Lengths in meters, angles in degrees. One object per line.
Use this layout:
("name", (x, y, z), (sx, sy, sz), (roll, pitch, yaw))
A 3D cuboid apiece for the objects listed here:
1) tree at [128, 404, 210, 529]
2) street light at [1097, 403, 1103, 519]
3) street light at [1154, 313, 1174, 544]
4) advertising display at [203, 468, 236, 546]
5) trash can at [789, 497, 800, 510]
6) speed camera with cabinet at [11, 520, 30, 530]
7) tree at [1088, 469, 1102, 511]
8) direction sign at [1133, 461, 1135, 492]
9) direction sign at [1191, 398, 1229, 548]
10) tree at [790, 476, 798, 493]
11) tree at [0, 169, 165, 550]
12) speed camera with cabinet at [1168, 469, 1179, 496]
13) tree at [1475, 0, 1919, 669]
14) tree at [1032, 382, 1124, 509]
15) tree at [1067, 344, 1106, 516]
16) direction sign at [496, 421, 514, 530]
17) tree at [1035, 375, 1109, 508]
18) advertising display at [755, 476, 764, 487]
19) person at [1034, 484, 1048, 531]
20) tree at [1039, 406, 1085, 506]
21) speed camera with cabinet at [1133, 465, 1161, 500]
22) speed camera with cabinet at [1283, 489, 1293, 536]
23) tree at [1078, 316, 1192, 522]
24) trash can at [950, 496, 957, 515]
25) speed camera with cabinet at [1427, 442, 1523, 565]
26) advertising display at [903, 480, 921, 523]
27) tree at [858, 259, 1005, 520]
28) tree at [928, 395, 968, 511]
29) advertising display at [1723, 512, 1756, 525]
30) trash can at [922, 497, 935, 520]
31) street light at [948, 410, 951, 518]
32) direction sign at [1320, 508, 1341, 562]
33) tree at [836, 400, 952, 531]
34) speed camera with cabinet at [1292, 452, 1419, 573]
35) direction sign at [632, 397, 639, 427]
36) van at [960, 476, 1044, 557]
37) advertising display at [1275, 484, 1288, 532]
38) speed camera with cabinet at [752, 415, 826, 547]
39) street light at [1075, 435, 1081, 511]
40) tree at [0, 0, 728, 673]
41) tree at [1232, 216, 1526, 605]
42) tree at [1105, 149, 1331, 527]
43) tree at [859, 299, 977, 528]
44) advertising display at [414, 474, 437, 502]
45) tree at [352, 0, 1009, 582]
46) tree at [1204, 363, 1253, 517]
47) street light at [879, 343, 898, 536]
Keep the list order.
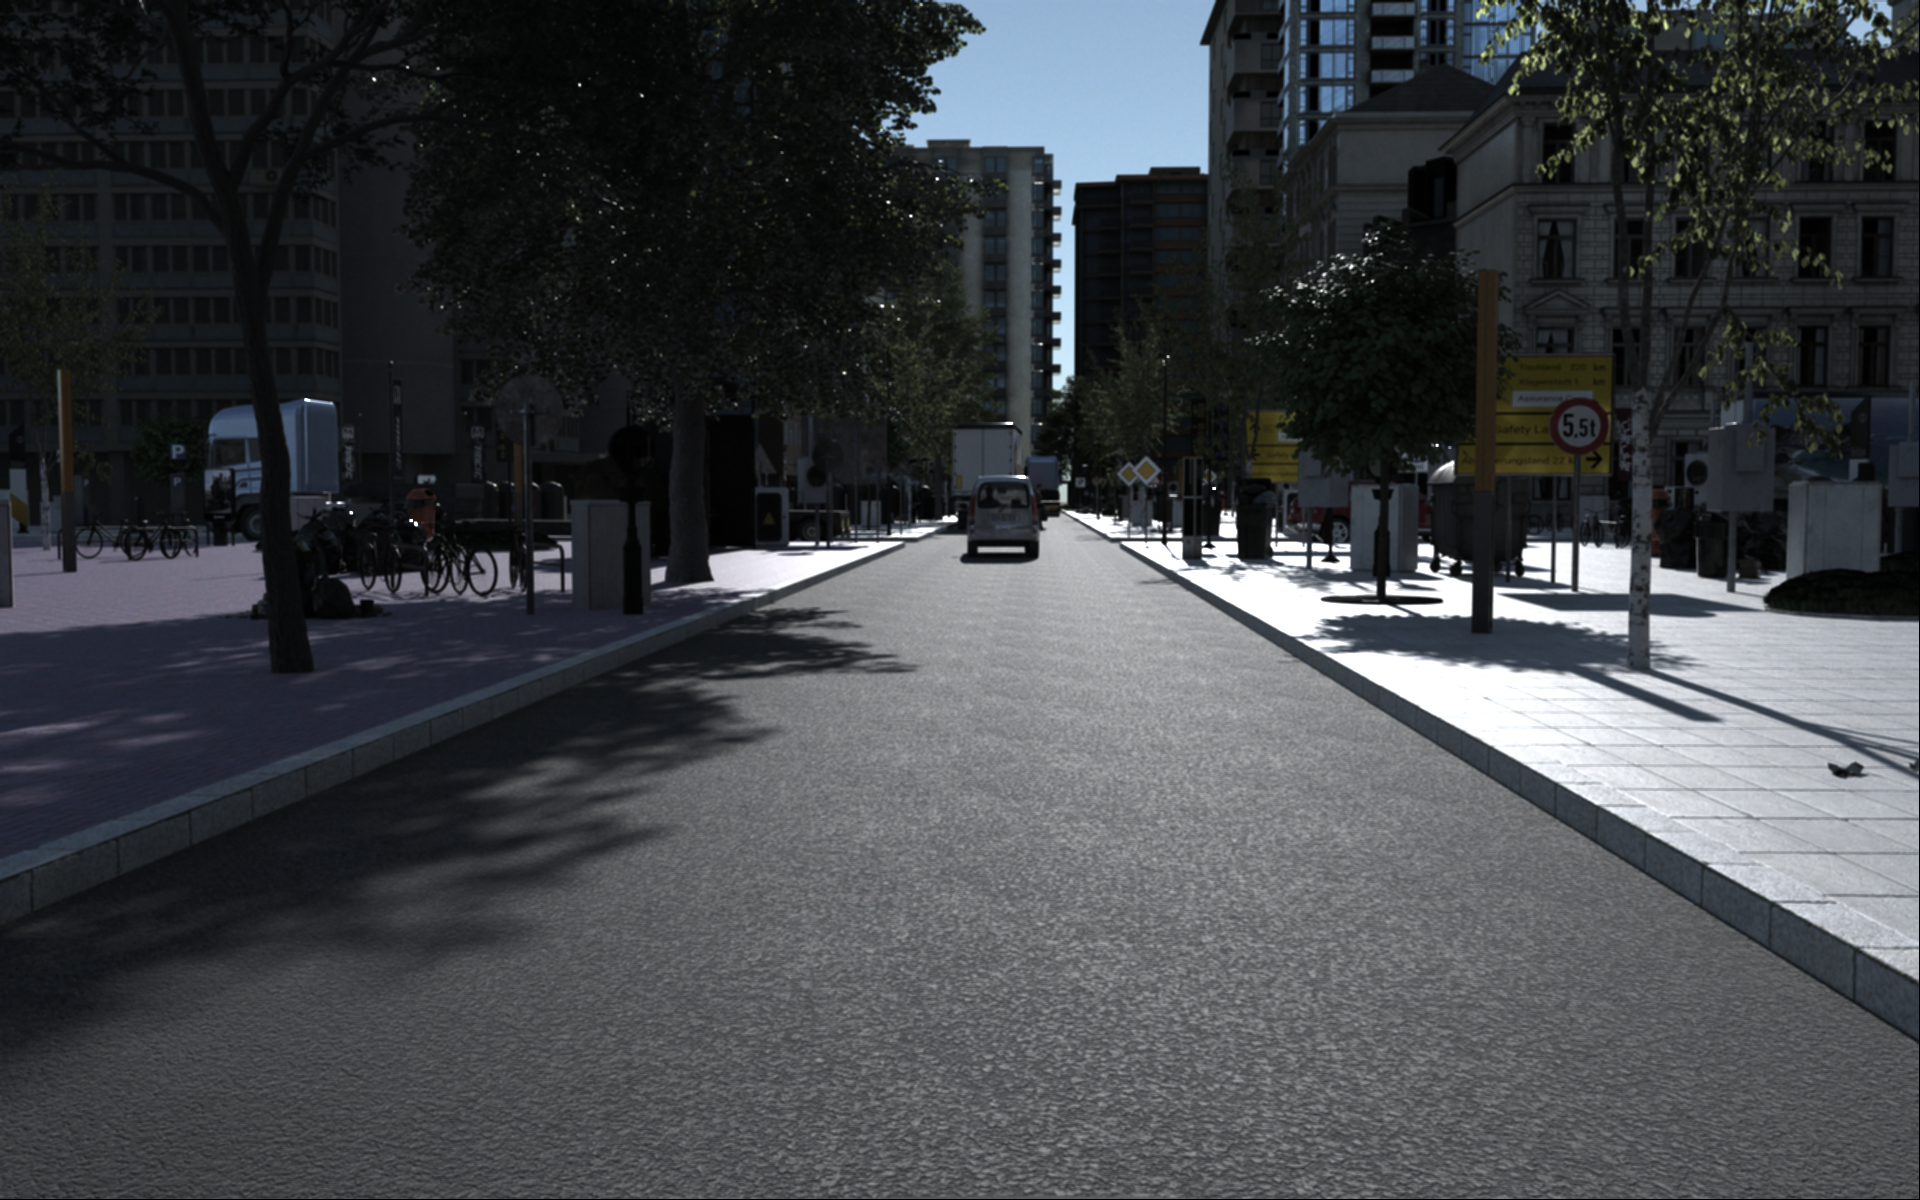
("tree", (-28.551, -4.842, 62.884), (4.285, 4.588, 4.351), (0, 3, 0))
("street light", (7.041, -7.032, 87.759), (0.468, 5.910, 1.993), (0, 4, 2))
("street light", (5.242, -4.372, 44.263), (0.468, 5.910, 1.993), (0, 4, 2))
("advertising display", (-18.392, -2.313, 43.030), (0.974, 1.923, 0.123), (2, 4, 24))
("trash can", (-8.543, -4.634, 87.425), (0.748, 1.137, 0.748), (0, 3, 0))
("speed camera with cabinet", (-34.043, -4.083, 61.087), (2.038, 3.252, 0.660), (-1, 4, -22))
("tree", (10.116, -8.402, 131.971), (1.663, 3.219, 1.824), (0, 3, 0))
("direction sign", (10.749, -7.015, 106.684), (0.379, 3.537, 0.876), (1, 4, 17))
("direction sign", (5.907, -2.997, 40.992), (0.876, 3.537, 0.379), (0, 4, 7))
("tree", (-10.869, -7.554, 118.115), (1.663, 3.219, 1.824), (0, 3, 0))
("tree", (-20.623, -5.435, 39.222), (4.737, 8.622, 4.395), (0, 3, 0))
("speed camera with cabinet", (14.392, -7.770, 121.370), (2.038, 3.252, 0.660), (2, 4, 28))
("tree", (5.111, -3.787, 12.287), (4.360, 8.622, 3.978), (0, 3, 0))
("tree", (9.654, -12.834, 144.249), (8.767, 10.594, 7.601), (-2, 4, -34))
("tree", (6.810, -7.088, 66.248), (4.737, 8.622, 4.395), (0, 3, 0))
("direction sign", (-10.959, -3.066, 42.126), (0.876, 3.537, 0.379), (2, 4, 34))
("tree", (11.104, -15.080, 164.680), (7.486, 12.596, 7.792), (0, 3, 0))
("advertising display", (-7.385, -3.580, 63.741), (0.123, 1.923, 0.974), (1, 4, 9))
("person", (3.022, -3.640, 67.986), (0.822, 1.834, 0.622), (0, 4, 5))
("tree", (11.994, -15.844, 184.807), (9.928, 11.665, 9.643), (0, 3, 0))
("speed camera with cabinet", (12.581, -7.471, 116.483), (2.038, 3.252, 0.660), (1, 4, 23))
("speed camera with cabinet", (10.947, -3.585, 52.947), (2.038, 3.252, 0.660), (1, 4, 20))
("tree", (7.593, -7.474, 72.562), (4.360, 8.622, 3.978), (0, 3, 0))
("trash can", (-0.492, -5.681, 104.542), (0.748, 1.137, 0.748), (0, 3, 0))
("speed camera with cabinet", (9.533, -2.307, 32.062), (0.660, 3.252, 2.038), (-2, 4, -24))
("advertising display", (-2.126, -4.380, 76.830), (0.974, 1.923, 0.123), (-3, 5, -41))
("tree", (-1.456, -10.166, 84.339), (7.486, 12.596, 7.792), (0, 3, 0))
("tree", (-0.266, -10.828, 127.403), (4.737, 8.622, 4.395), (0, 3, 0))
("advertising display", (17.234, -2.046, 38.660), (0.974, 1.923, 0.123), (2, 4, 35))
("trash can", (-1.524, -4.555, 86.120), (0.748, 1.137, 0.748), (0, 3, 0))
("street light", (-0.585, -7.342, 92.823), (0.468, 5.910, 1.993), (0, 4, 2))
("direction sign", (6.987, -2.481, 32.564), (0.876, 3.537, 0.379), (-3, 5, -45))
("tree", (-3.203, -4.675, 60.153), (4.285, 4.588, 4.351), (0, 3, 0))
("speed camera with cabinet", (6.674, -2.122, 29.037), (0.660, 3.252, 2.038), (-3, 5, -43))
("direction sign", (-6.772, -2.822, 38.136), (0.876, 3.537, 0.379), (0, 4, 2))
("van", (0.992, -2.064, 40.754), (2.013, 2.044, 4.112), (0, 4, 0))
("advertising display", (10.961, -3.297, 59.115), (0.123, 1.923, 0.974), (-1, 4, -8))
("speed camera with cabinet", (-4.255, -2.955, 42.657), (2.038, 3.252, 0.660), (-2, 4, -24))
("street light", (8.672, -9.432, 126.997), (0.468, 5.910, 1.993), (0, 4, 2))
("tree", (-5.096, -4.771, 12.416), (7.601, 10.594, 8.767), (3, 4, 36))
("tree", (4.968, -2.257, 20.621), (4.285, 4.588, 4.351), (0, 3, 0))
("tree", (6.099, -5.325, 37.427), (4.737, 8.622, 4.395), (0, 3, 0))
("tree", (-1.687, -7.068, 65.927), (4.360, 8.622, 3.978), (0, 3, 0))
("advertising display", (-17.270, -3.107, 56.018), (0.123, 1.923, 0.974), (1, 4, 22))
("tree", (-3.958, -7.253, 25.239), (9.857, 13.997, 8.962), (0, 3, 0))
("tree", (15.280, -8.966, 96.950), (4.360, 8.622, 3.978), (0, 3, 0))
("street light", (-2.191, -4.925, 53.311), (0.468, 5.910, 1.993), (0, 4, 2))
